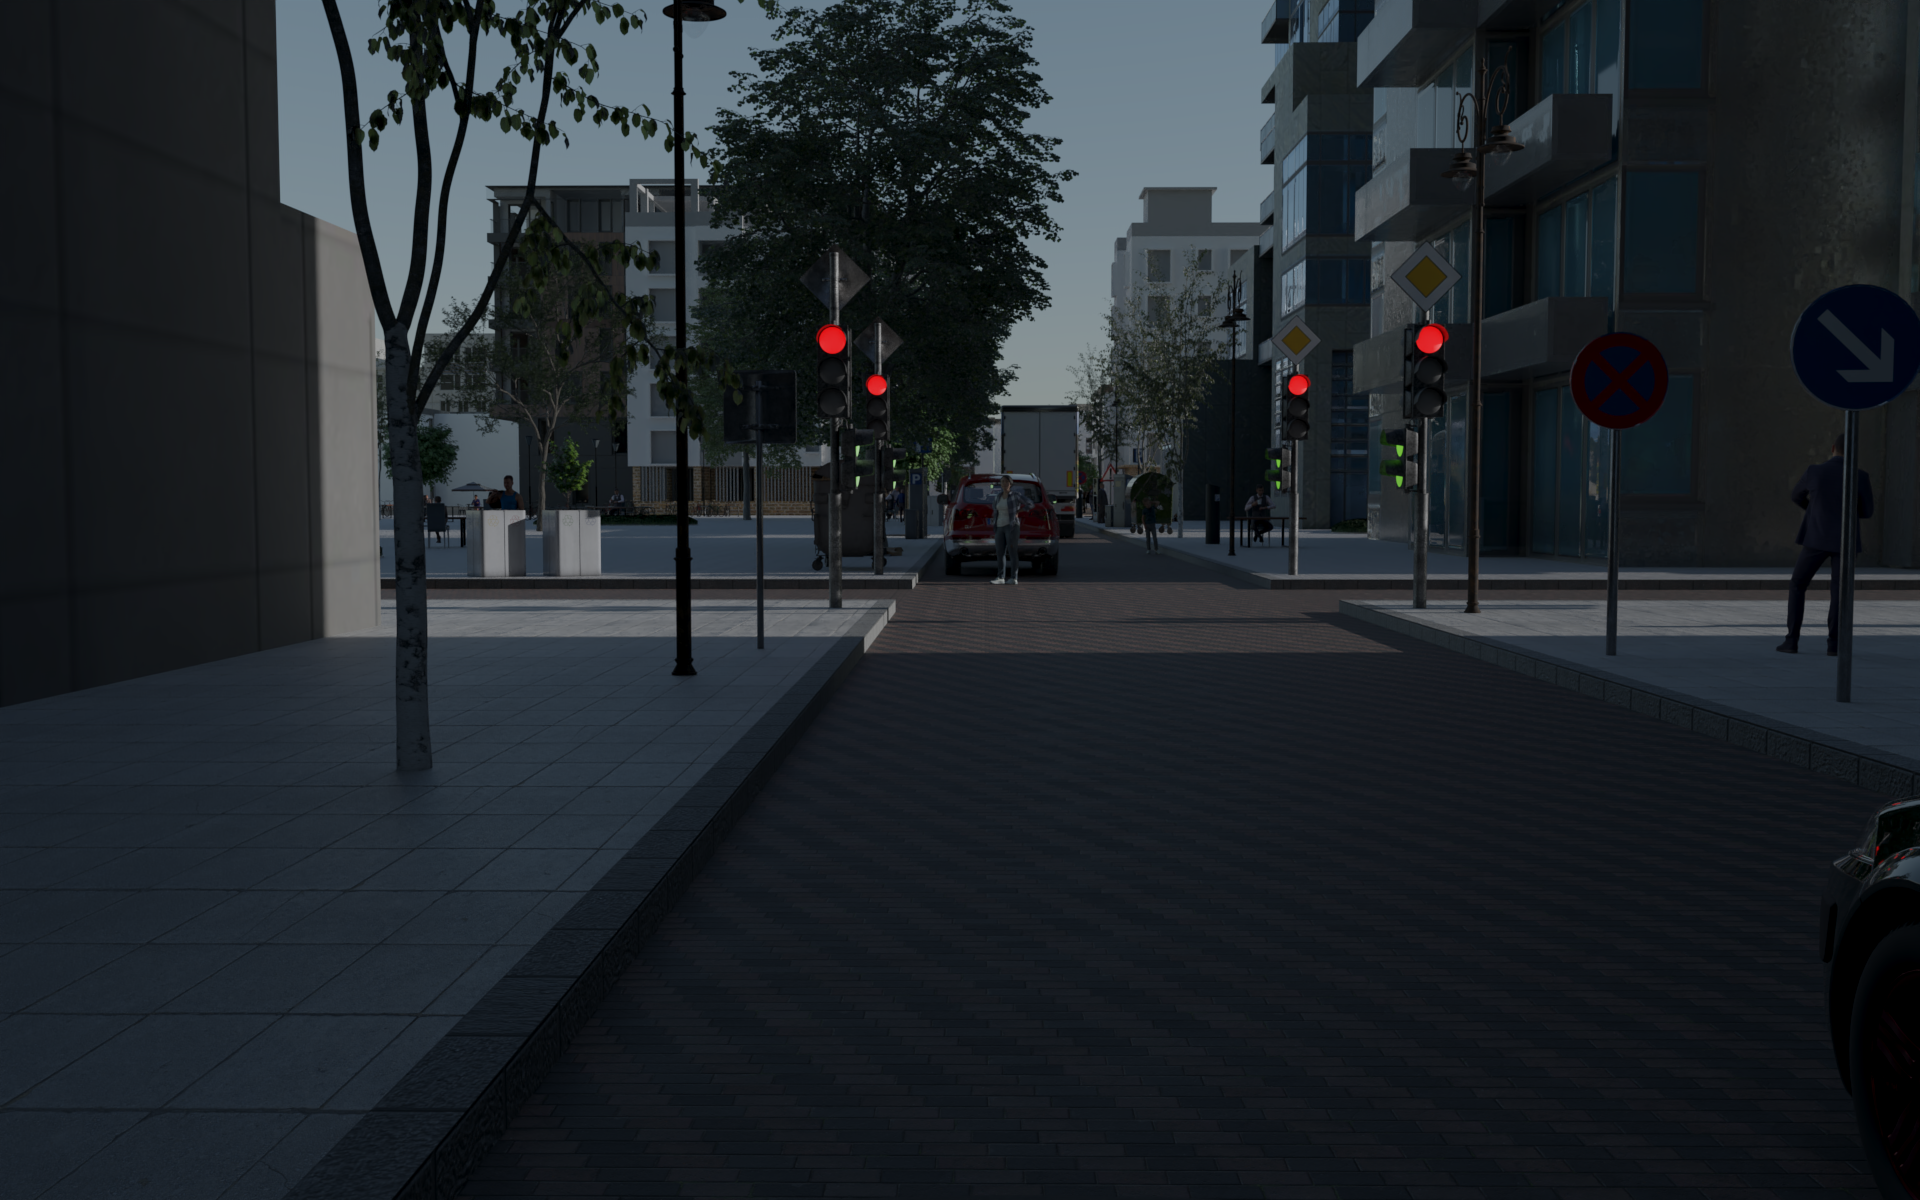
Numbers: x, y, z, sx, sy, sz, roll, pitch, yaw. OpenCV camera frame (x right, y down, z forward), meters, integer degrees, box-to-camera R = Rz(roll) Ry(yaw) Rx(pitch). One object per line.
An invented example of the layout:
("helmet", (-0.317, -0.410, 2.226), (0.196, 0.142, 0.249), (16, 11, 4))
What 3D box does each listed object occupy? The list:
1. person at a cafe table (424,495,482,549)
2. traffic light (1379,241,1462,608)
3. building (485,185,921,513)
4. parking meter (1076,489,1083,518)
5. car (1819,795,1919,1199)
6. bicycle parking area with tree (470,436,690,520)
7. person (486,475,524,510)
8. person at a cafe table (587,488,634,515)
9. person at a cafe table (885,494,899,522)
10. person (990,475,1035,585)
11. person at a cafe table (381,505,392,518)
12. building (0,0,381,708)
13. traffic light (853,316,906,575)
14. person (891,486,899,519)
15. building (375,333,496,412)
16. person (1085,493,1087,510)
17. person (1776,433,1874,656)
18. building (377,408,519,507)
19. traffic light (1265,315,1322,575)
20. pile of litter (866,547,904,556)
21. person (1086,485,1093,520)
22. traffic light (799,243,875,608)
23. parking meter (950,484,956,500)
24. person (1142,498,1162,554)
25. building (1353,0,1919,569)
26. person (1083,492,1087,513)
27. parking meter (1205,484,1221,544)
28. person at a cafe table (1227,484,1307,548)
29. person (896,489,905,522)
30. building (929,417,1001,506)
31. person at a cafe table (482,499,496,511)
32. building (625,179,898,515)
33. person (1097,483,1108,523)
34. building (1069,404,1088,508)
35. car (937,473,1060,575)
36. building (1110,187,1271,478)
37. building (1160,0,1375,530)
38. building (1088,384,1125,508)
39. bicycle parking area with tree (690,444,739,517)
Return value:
("person at a cafe table", (-12.491, -1.877, 41.549), (1.698, 1.238, 1.726), (-1, 4, -11))
("traffic light", (5.154, -1.863, 19.377), (0.839, 4.253, 0.868), (0, 4, 1))
("building", (-17.172, -17.560, 131.079), (27.936, 21.610, 32.646), (0, 4, 1))
("parking meter", (6.336, -5.112, 91.997), (0.372, 1.533, 0.369), (0, 3, 0))
("car", (2.602, 0.479, 1.950), (2.009, 1.686, 4.222), (0, 4, 2))
("bicycle parking area with tree", (-19.896, -6.140, 87.385), (9.016, 4.147, 8.231), (3, 5, 40))
("person", (-7.572, -1.276, 28.782), (0.647, 1.594, 0.662), (0, 4, -4))
("person at a cafe table", (-14.885, -4.031, 74.423), (1.698, 1.524, 1.622), (1, 4, 11))
("person at a cafe table", (-3.589, -4.389, 80.281), (1.622, 1.524, 1.698), (1, 4, 19))
("person", (0.766, -1.120, 27.543), (0.376, 1.734, 0.841), (-3, 5, -44))
("person at a cafe table", (-30.945, -4.932, 91.501), (1.698, 1.238, 1.726), (1, 4, 16))
("building", (-16.109, -34.647, 4.736), (20.611, 71.187, 20.563), (0, 4, 1))
("traffic light", (-1.276, -2.356, 27.436), (0.839, 4.253, 0.868), (0, 4, 1))
("person", (-3.239, -4.991, 88.582), (0.756, 1.711, 0.436), (-3, 5, -45))
("building", (-58.742, -20.340, 199.019), (31.486, 18.905, 16.747), (0, 4, 1))
("person", (10.144, -8.200, 140.825), (1.217, 1.735, 0.721), (1, 4, 20))
("person", (6.951, -0.454, 13.911), (0.683, 1.767, 0.568), (2, 4, 29))
("building", (-52.077, -14.074, 172.249), (28.070, 9.664, 9.099), (0, 4, 1))
("traffic light", (5.264, -2.351, 27.362), (0.839, 4.253, 0.868), (0, 4, 1))
("pile of litter", (-1.767, -1.375, 36.441), (1.176, 0.858, 1.719), (0, 4, -5))
("person", (6.456, -4.801, 85.365), (0.431, 1.722, 0.655), (-1, 4, -9))
("traffic light", (-1.387, -1.867, 19.452), (0.839, 4.253, 0.868), (0, 4, 1))
("parking meter", (-0.359, -5.821, 100.881), (0.399, 1.863, 0.255), (0, 4, 1))
("person", (4.583, -1.774, 41.416), (0.435, 1.345, 0.340), (0, 4, -6))
("building", (24.282, -25.598, 38.143), (30.456, 49.044, 23.786), (0, 4, 1))
("person", (8.170, -6.640, 115.134), (0.721, 1.766, 1.217), (1, 4, 12))
("parking meter", (6.490, -2.203, 44.430), (0.372, 1.533, 0.369), (0, 3, 0))
("person at a cafe table", (7.344, -2.047, 41.989), (1.698, 1.524, 1.622), (0, 4, -5))
("person", (-2.523, -4.259, 78.371), (0.600, 1.496, 0.574), (-3, 5, -39))
("building", (3.784, -15.373, 193.501), (28.070, 9.664, 9.099), (0, 4, 1))
("person at a cafe table", (-20.393, -3.959, 75.583), (1.698, 1.238, 1.726), (0, 4, -1))
("building", (-11.814, -15.426, 108.641), (16.016, 20.091, 11.380), (0, 4, 1))
("person", (6.258, -4.219, 75.577), (0.434, 1.755, 0.990), (2, 4, 33))
("building", (14.675, -13.385, 160.985), (9.099, 9.664, 28.070), (0, 4, 1))
("car", (0.710, -1.439, 32.202), (2.281, 1.827, 5.304), (0, 4, -1))
("building", (17.967, -15.663, 112.516), (16.016, 20.091, 11.380), (0, 4, 1))
("building", (21.764, -46.650, 75.407), (22.319, 86.520, 31.000), (0, 4, 1))
("building", (15.408, -11.646, 132.560), (9.099, 9.664, 28.070), (0, 4, 1))
("bicycle parking area with tree", (-16.915, -6.782, 97.892), (8.231, 4.147, 9.016), (-1, 4, -16))
